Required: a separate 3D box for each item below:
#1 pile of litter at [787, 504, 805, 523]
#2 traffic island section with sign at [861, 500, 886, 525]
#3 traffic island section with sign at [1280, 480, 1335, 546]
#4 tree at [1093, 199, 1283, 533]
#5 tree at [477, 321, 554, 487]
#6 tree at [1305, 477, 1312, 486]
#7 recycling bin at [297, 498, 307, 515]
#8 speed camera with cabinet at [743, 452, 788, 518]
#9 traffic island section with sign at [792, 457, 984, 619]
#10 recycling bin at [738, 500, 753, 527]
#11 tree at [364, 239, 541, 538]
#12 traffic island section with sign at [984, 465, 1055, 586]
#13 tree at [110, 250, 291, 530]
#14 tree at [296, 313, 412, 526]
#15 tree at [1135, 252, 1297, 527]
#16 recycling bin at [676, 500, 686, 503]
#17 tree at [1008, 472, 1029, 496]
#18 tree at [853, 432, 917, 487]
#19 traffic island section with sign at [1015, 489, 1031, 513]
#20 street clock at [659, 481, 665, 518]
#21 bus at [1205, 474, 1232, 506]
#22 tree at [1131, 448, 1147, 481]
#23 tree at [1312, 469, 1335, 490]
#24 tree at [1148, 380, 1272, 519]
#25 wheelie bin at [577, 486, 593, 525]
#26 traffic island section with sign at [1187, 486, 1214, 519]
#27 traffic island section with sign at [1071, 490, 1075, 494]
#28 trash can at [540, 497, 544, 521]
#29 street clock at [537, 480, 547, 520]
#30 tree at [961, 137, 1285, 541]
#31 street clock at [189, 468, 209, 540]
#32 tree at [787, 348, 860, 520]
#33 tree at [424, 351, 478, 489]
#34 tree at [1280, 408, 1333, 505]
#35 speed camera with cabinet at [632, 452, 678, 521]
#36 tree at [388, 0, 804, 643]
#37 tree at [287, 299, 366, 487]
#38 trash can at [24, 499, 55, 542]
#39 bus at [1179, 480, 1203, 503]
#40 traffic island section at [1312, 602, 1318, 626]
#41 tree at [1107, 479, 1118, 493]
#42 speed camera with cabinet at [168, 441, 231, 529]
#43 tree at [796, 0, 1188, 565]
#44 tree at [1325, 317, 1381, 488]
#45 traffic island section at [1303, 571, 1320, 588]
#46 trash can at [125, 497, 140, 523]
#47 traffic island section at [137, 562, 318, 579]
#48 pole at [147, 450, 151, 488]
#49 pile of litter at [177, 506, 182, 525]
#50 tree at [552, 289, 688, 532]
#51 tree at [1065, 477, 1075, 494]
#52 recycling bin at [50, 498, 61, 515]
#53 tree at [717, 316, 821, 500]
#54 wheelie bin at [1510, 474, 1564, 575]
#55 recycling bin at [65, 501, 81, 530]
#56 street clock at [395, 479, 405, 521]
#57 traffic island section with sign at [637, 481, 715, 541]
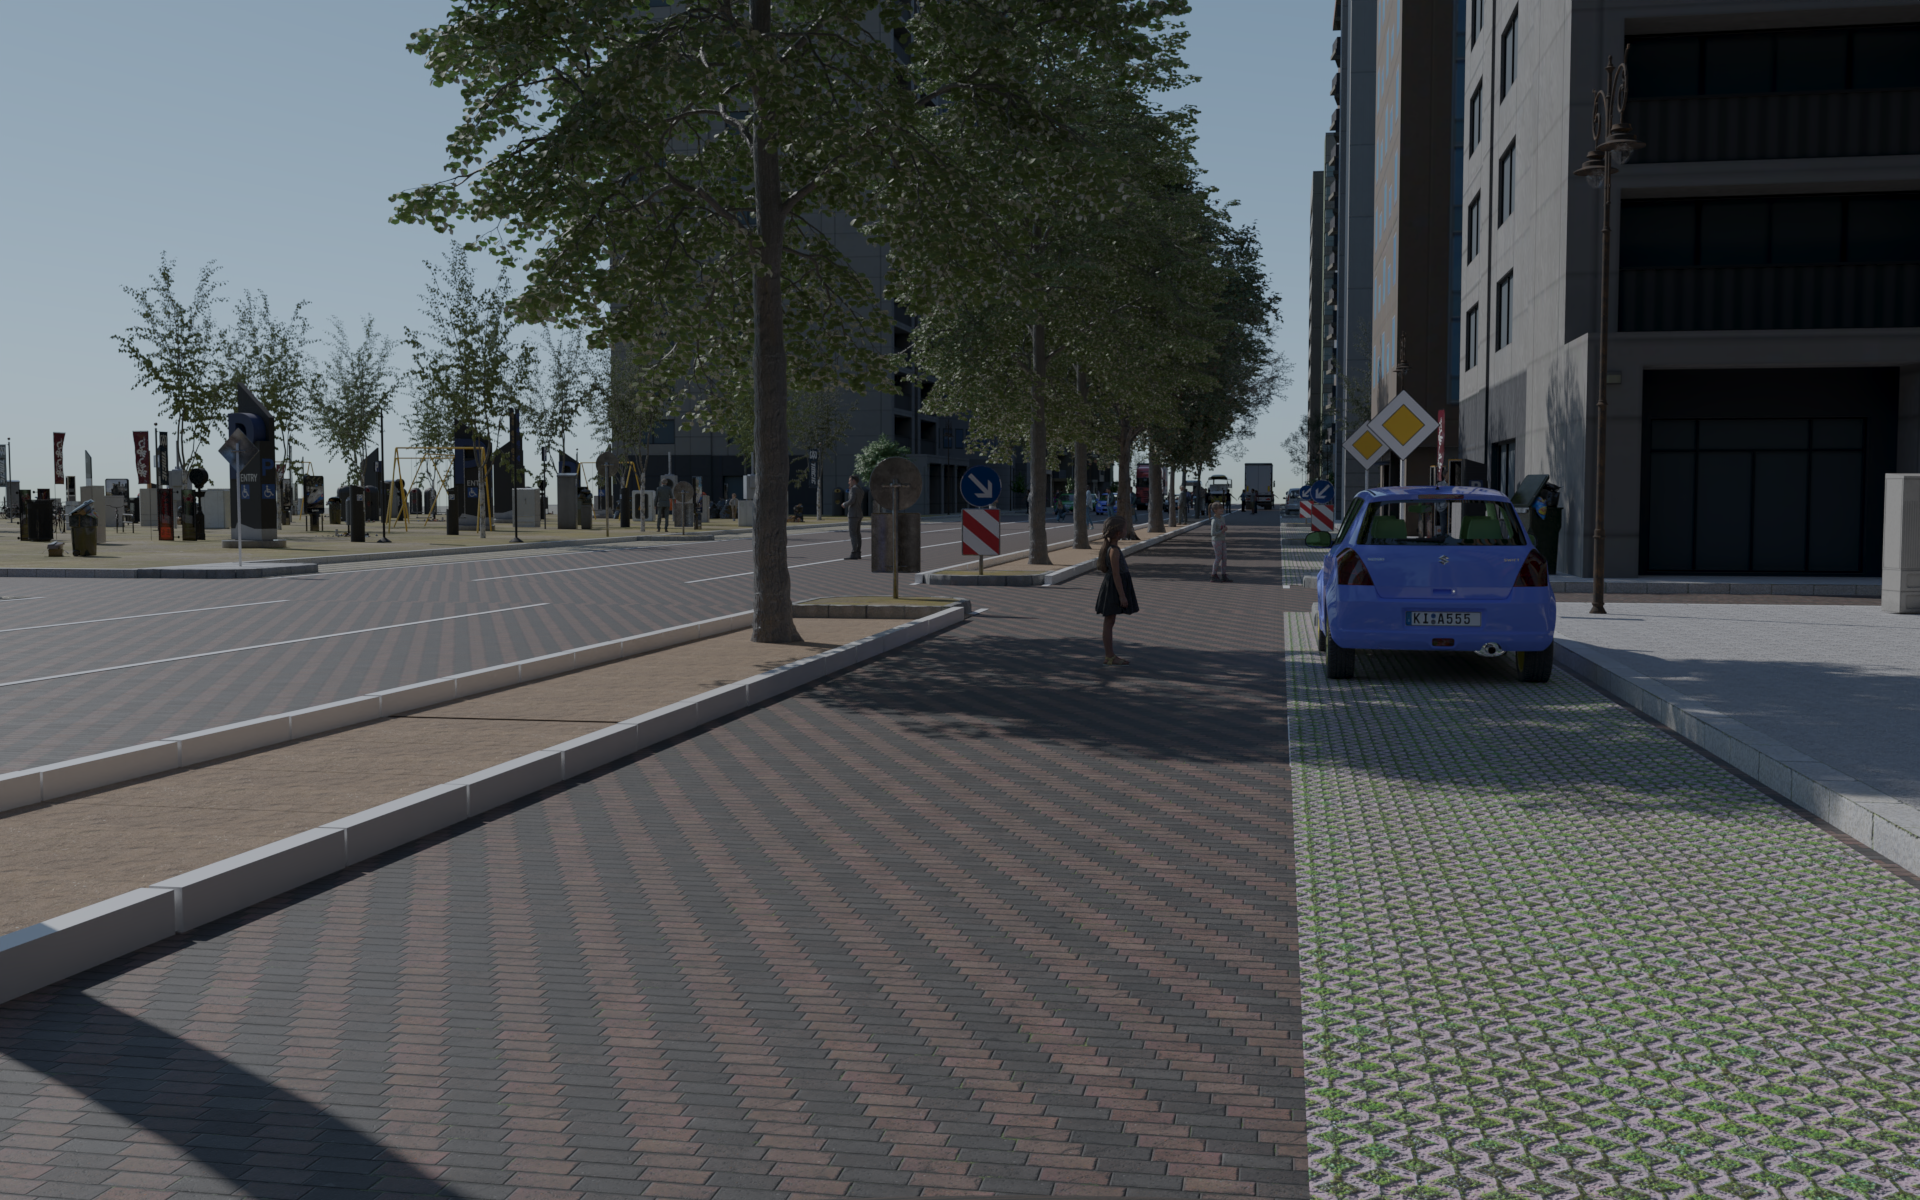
[{"bbox_3d":[-7.553,-3.939,78.364,1.176,0.858,1.719,0,4,6],"label":"pile of litter"},{"bbox_3d":[-3.774,-4.350,79.753,1.989,1.847,2.006,1,4,10],"label":"traffic island section with sign"},{"bbox_3d":[10.046,-2.447,48.635,1.989,1.847,2.006,1,4,10],"label":"traffic island section with sign"},{"bbox_3d":[7.248,-9.441,63.472,9.857,13.997,8.962,0,3,0],"label":"tree"},{"bbox_3d":[-16.054,-7.236,68.667,4.360,8.622,3.978,0,3,0],"label":"tree"},{"bbox_3d":[35.241,-10.800,171.179,1.663,3.219,1.824,0,3,0],"label":"tree"},{"bbox_3d":[-40.847,-5.777,107.000,0.722,1.027,0.722,1,4,13],"label":"recycling bin"},{"bbox_3d":[-9.226,-5.378,82.268,2.038,3.252,0.660,-2,4,-23],"label":"speed camera with cabinet"},{"bbox_3d":[-0.904,-0.768,20.691,2.006,1.907,1.989,1,4,10],"label":"traffic island section with sign"},{"bbox_3d":[-8.296,-3.408,68.268,0.722,1.027,0.722,1,4,12],"label":"recycling bin"},{"bbox_3d":[-13.875,-6.089,49.910,4.737,8.622,4.395,0,3,0],"label":"tree"},{"bbox_3d":[0.448,-1.213,27.974,2.006,1.907,1.989,1,4,10],"label":"traffic island section with sign"},{"bbox_3d":[-23.727,-6.304,53.427,4.737,8.622,4.395,0,3,0],"label":"tree"},{"bbox_3d":[-24.269,-7.285,69.466,4.360,8.622,3.978,0,3,0],"label":"tree"},{"bbox_3d":[11.283,-10.654,87.016,12.009,13.543,11.850,0,3,0],"label":"tree"},{"bbox_3d":[-14.561,-4.766,90.480,0.722,1.027,0.722,-1,4,-14],"label":"recycling bin"},{"bbox_3d":[4.862,-8.738,137.460,1.663,3.219,1.824,0,3,0],"label":"tree"},{"bbox_3d":[-3.968,-6.598,91.587,4.285,4.588,4.351,0,3,0],"label":"tree"},{"bbox_3d":[5.193,-7.323,128.357,1.989,1.847,2.006,1,4,10],"label":"traffic island section with sign"},{"bbox_3d":[-15.816,-5.358,92.177,0.358,2.002,0.471,-2,4,-34],"label":"street clock"},{"bbox_3d":[32.996,-13.962,219.821,2.896,3.916,12.252,1,4,12],"label":"bus"},{"bbox_3d":[26.825,-18.891,259.234,4.737,8.622,4.395,0,3,0],"label":"tree"},{"bbox_3d":[27.579,-8.207,128.779,1.663,3.219,1.824,0,3,0],"label":"tree"},{"bbox_3d":[13.526,-9.909,98.875,8.767,10.594,7.601,1,4,10],"label":"tree"},{"bbox_3d":[-15.556,-3.888,71.478,0.693,1.594,0.980,2,4,34],"label":"wheelie bin"},{"bbox_3d":[14.060,-5.733,101.874,2.006,1.907,1.989,1,4,10],"label":"traffic island section with sign"},{"bbox_3d":[10.216,-8.992,155.642,1.989,1.847,2.006,1,4,10],"label":"traffic island section with sign"},{"bbox_3d":[-20.271,-4.351,82.798,0.748,1.137,0.748,0,3,0],"label":"trash can"},{"bbox_3d":[-20.905,-5.022,86.680,0.471,2.002,0.358,0,4,-3],"label":"street clock"},{"bbox_3d":[5.065,-8.174,53.104,9.611,12.733,9.660,0,3,0],"label":"tree"},{"bbox_3d":[-21.200,-2.674,48.287,0.471,2.002,0.358,1,4,13],"label":"street clock"},{"bbox_3d":[-7.112,-8.364,87.121,4.360,8.622,3.978,0,3,0],"label":"tree"},{"bbox_3d":[-24.829,-8.325,86.472,4.360,8.622,3.978,0,3,0],"label":"tree"},{"bbox_3d":[38.862,-15.424,186.590,8.767,10.594,7.601,0,4,4],"label":"tree"},{"bbox_3d":[-14.297,-5.309,81.139,2.038,3.252,0.660,0,4,5],"label":"speed camera with cabinet"},{"bbox_3d":[-1.778,-5.832,15.940,7.486,12.596,7.792,0,3,0],"label":"tree"},{"bbox_3d":[-24.430,-6.802,61.583,4.737,8.622,4.395,0,3,0],"label":"tree"},{"bbox_3d":[-24.815,-2.146,46.737,0.748,1.137,0.748,0,3,0],"label":"trash can"},{"bbox_3d":[30.360,-14.172,226.572,2.948,3.499,13.247,1,4,9],"label":"bus"},{"bbox_3d":[4.969,0.178,19.369,2.009,0.180,2.903,1,4,10],"label":"traffic island section"},{"bbox_3d":[19.891,-13.824,220.629,1.663,3.219,1.824,0,3,0],"label":"tree"},{"bbox_3d":[-28.218,-4.276,64.243,2.038,3.252,0.660,0,4,-2],"label":"speed camera with cabinet"},{"bbox_3d":[1.619,-6.955,34.297,7.486,12.596,7.792,0,3,0],"label":"tree"},{"bbox_3d":[17.040,-7.322,70.080,4.360,8.622,3.978,0,3,0],"label":"tree"},{"bbox_3d":[6.416,-0.302,27.222,2.009,0.180,2.903,1,4,10],"label":"traffic island section"},{"bbox_3d":[-36.258,-3.929,75.885,0.748,1.137,0.748,0,3,0],"label":"trash can"},{"bbox_3d":[-12.802,-0.518,30.756,2.009,0.180,2.903,1,4,10],"label":"traffic island section"},{"bbox_3d":[-37.909,-5.328,80.954,0.158,3.312,0.155,0,3,0],"label":"pole"},{"bbox_3d":[-32.697,-3.571,72.354,1.176,0.858,1.719,-2,4,-25],"label":"pile of litter"},{"bbox_3d":[-10.985,-6.647,59.043,4.360,8.622,3.978,0,3,0],"label":"tree"},{"bbox_3d":[11.346,-11.233,178.262,1.663,3.219,1.824,0,3,0],"label":"tree"},{"bbox_3d":[-56.419,-5.818,107.686,0.722,1.027,0.722,1,4,22],"label":"recycling bin"},{"bbox_3d":[-7.892,-7.317,70.000,4.737,8.622,4.395,0,3,0],"label":"tree"},{"bbox_3d":[9.214,-1.212,27.725,0.693,1.594,0.980,-1,4,-13],"label":"wheelie bin"},{"bbox_3d":[-31.232,-2.996,61.536,0.722,1.027,0.722,2,4,24],"label":"recycling bin"},{"bbox_3d":[-26.550,-4.746,82.160,0.358,2.002,0.471,1,4,21],"label":"street clock"},{"bbox_3d":[-8.650,-2.729,53.240,1.989,1.847,2.006,1,4,10],"label":"traffic island section with sign"}]
